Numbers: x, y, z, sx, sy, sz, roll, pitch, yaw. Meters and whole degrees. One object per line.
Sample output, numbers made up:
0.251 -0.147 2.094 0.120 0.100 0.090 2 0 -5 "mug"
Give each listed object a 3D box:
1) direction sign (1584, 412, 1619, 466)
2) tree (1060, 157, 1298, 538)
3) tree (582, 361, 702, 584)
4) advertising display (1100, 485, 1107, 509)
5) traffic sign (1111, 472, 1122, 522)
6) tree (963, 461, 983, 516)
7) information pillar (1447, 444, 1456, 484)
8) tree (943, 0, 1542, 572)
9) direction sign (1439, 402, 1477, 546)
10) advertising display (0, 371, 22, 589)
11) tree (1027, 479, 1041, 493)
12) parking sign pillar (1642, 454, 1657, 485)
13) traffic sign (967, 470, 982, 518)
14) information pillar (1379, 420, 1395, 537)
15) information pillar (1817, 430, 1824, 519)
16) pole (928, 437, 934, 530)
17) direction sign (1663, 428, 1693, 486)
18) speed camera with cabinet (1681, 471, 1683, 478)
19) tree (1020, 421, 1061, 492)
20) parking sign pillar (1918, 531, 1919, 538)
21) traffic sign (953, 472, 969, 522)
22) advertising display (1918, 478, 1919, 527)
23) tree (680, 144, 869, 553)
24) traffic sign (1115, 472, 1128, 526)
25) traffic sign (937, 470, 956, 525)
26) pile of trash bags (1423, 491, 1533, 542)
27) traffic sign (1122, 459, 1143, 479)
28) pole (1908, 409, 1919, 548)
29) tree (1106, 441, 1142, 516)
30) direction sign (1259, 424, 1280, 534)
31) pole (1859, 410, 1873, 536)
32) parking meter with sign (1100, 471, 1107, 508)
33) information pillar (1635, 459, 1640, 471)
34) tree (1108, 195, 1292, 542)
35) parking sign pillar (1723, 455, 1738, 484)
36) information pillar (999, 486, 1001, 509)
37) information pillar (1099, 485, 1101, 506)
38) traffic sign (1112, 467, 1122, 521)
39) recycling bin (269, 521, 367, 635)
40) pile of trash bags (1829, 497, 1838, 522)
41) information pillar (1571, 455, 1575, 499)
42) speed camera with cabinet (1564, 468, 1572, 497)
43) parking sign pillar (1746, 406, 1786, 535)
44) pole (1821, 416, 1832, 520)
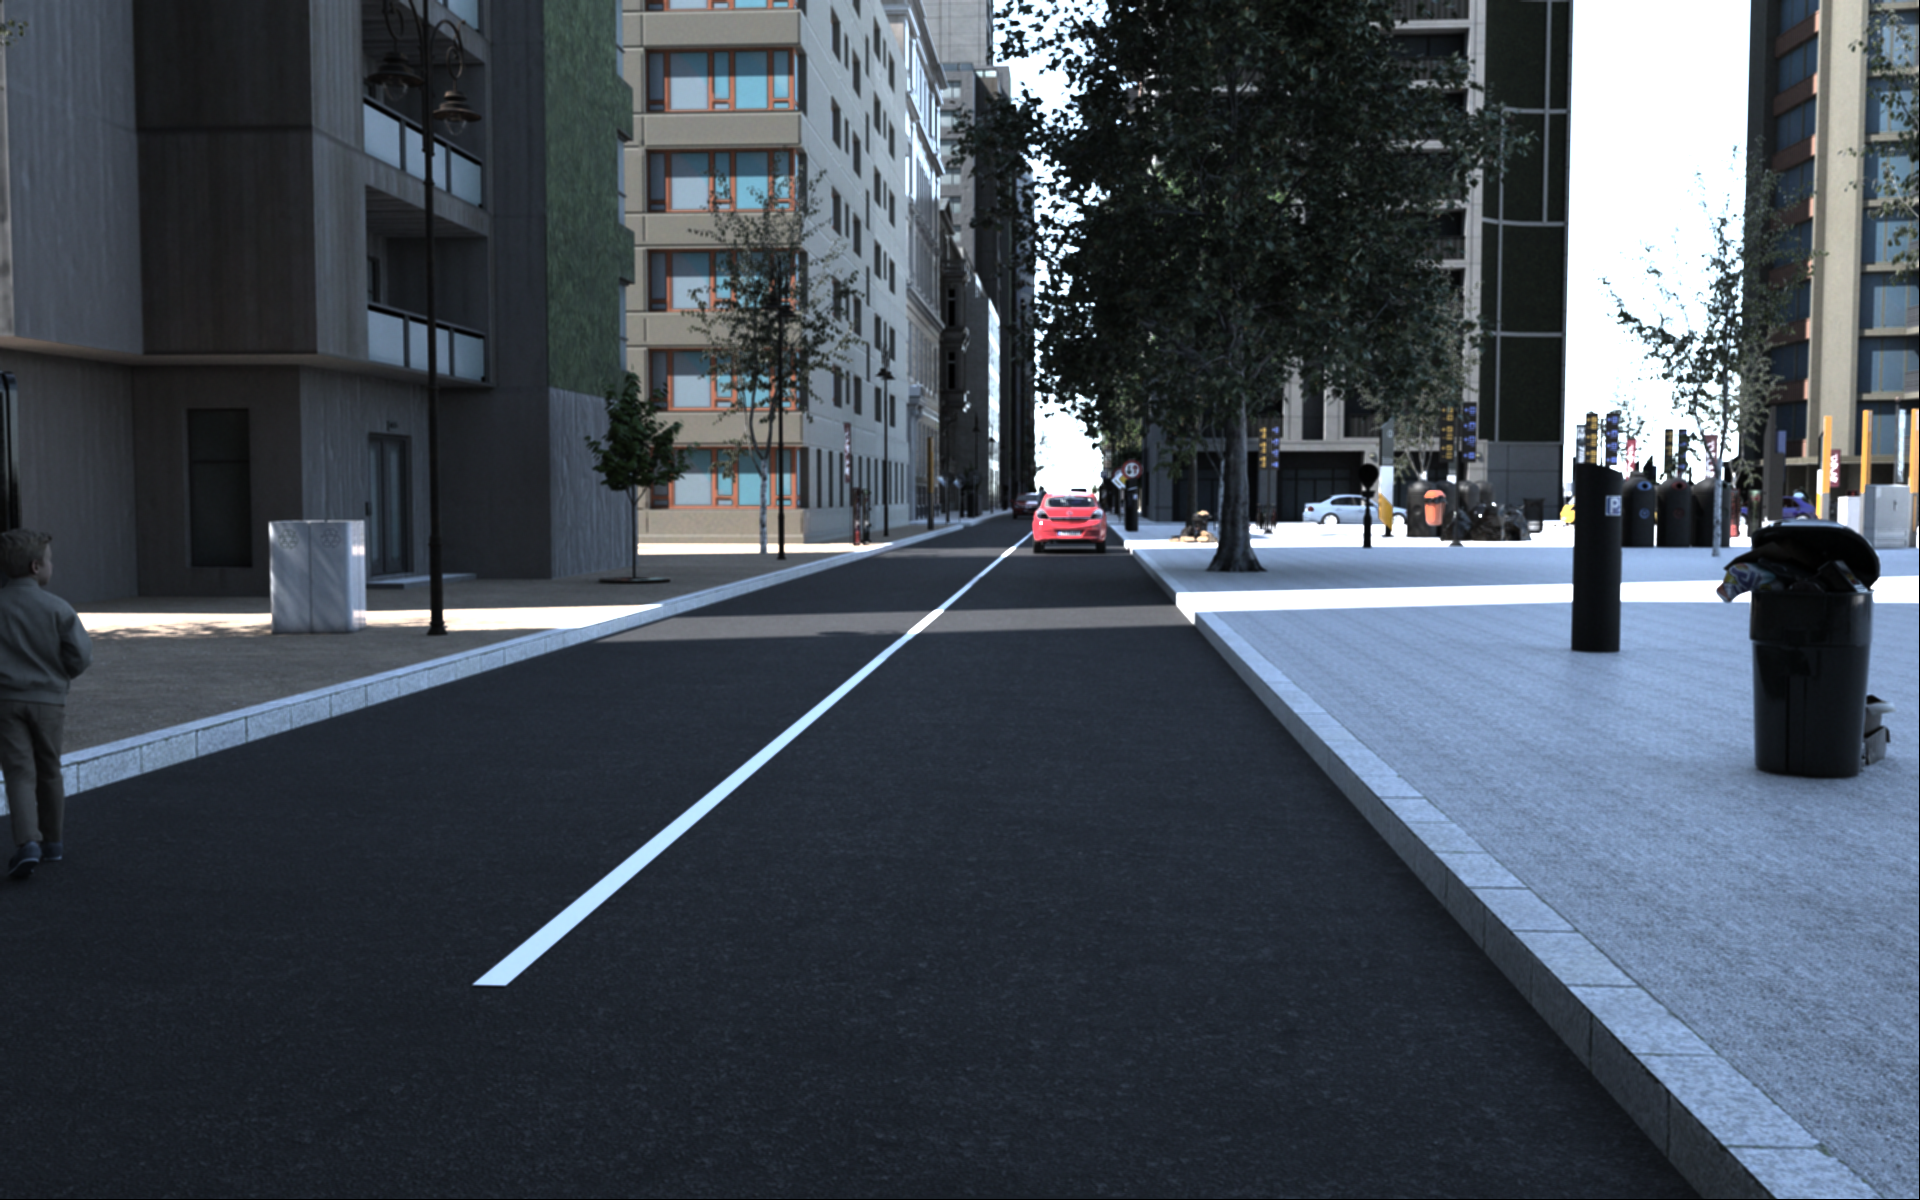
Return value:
17.842 -3.439 48.227 0.876 3.537 0.379 1 4 13 "direction sign"
6.952 -7.637 50.614 9.928 11.665 9.643 0 3 0 "tree"
-4.812 -1.861 25.026 1.663 3.219 1.824 0 3 0 "tree"
10.447 -7.400 126.203 0.123 1.923 0.974 2 4 28 "advertising display"
7.218 -4.566 78.299 0.795 2.450 0.064 0 4 4 "traffic sign"
0.521 -6.532 101.394 1.663 3.219 1.824 0 3 0 "tree"
21.938 -5.241 77.042 0.504 3.616 0.183 0 4 -2 "information pillar"
4.570 -6.833 28.724 9.611 12.733 9.660 0 3 0 "tree"
12.271 -3.103 42.729 0.876 3.537 0.379 0 4 5 "direction sign"
-5.329 -0.252 9.330 0.974 1.923 0.123 3 4 38 "advertising display"
8.846 -13.572 216.496 1.663 3.219 1.824 0 3 0 "tree"
46.773 -7.893 117.518 1.447 3.967 1.447 0 4 -4 "parking sign pillar"
0.753 -5.584 91.411 0.768 2.556 0.104 1 4 9 "traffic sign"
12.633 -3.664 51.269 0.504 3.616 0.183 -2 4 -27 "information pillar"
29.658 -4.171 59.551 0.504 3.616 0.183 -3 4 -36 "information pillar"
-1.054 -4.179 62.174 0.158 3.312 0.155 0 3 0 "pole"
24.669 -4.146 59.779 0.876 3.537 0.379 -1 4 -12 "direction sign"
49.898 -7.673 119.787 0.660 3.252 2.038 3 4 38 "speed camera with cabinet"
9.080 -17.560 221.513 8.767 10.594 7.601 1 4 17 "tree"
28.962 -3.809 50.741 1.447 3.967 1.447 -1 4 -16 "parking sign pillar"
-0.008 -4.597 78.810 0.795 2.450 0.064 0 4 4 "traffic sign"
37.886 -3.864 68.396 0.123 1.923 0.974 2 4 32 "advertising display"
-4.176 -5.331 37.518 4.360 8.622 3.978 0 3 0 "tree"
6.674 -4.079 70.332 0.795 2.450 0.064 0 4 4 "traffic sign"
-0.552 -4.110 70.844 0.795 2.450 0.064 0 4 4 "traffic sign"
13.847 -2.279 47.021 3.447 1.369 1.912 -2 4 -35 "pile of trash bags"
6.307 -3.880 63.536 0.768 2.556 0.104 0 4 4 "traffic sign"
22.833 -2.911 41.444 0.158 3.312 0.155 0 3 0 "pole"
10.185 -7.278 102.701 4.285 4.588 4.351 0 3 0 "tree"
9.987 -3.915 56.013 0.379 3.537 0.876 -3 4 -37 "direction sign"
22.035 -2.953 42.132 0.158 3.312 0.155 0 3 0 "pole"
10.932 -8.277 131.594 0.543 3.016 1.738 0 4 7 "parking meter with sign"
45.339 -7.635 116.187 0.504 3.616 0.183 2 4 28 "information pillar"
5.799 -5.364 38.059 4.737 8.622 4.395 0 3 0 "tree"
48.038 -7.270 107.338 1.447 3.967 1.447 -3 5 -40 "parking sign pillar"
3.385 -9.051 152.482 0.304 2.012 0.304 3 5 44 "information pillar"
11.770 -8.566 144.551 0.304 2.012 0.304 -1 4 -12 "information pillar"
7.546 -4.985 81.617 0.768 2.556 0.104 1 4 13 "traffic sign"
-5.988 -0.222 16.177 0.722 1.027 0.722 -1 4 -8 "recycling bin"
33.076 -3.260 63.048 1.912 1.369 3.447 -1 4 -23 "pile of trash bags"
36.972 -6.891 104.014 0.504 3.616 0.183 2 4 32 "information pillar"
45.317 -8.191 128.259 0.660 3.252 2.038 0 4 1 "speed camera with cabinet"
25.189 -3.986 53.638 1.447 3.967 1.447 1 4 17 "parking sign pillar"
22.698 -3.152 45.386 0.158 3.312 0.155 0 3 0 "pole"
